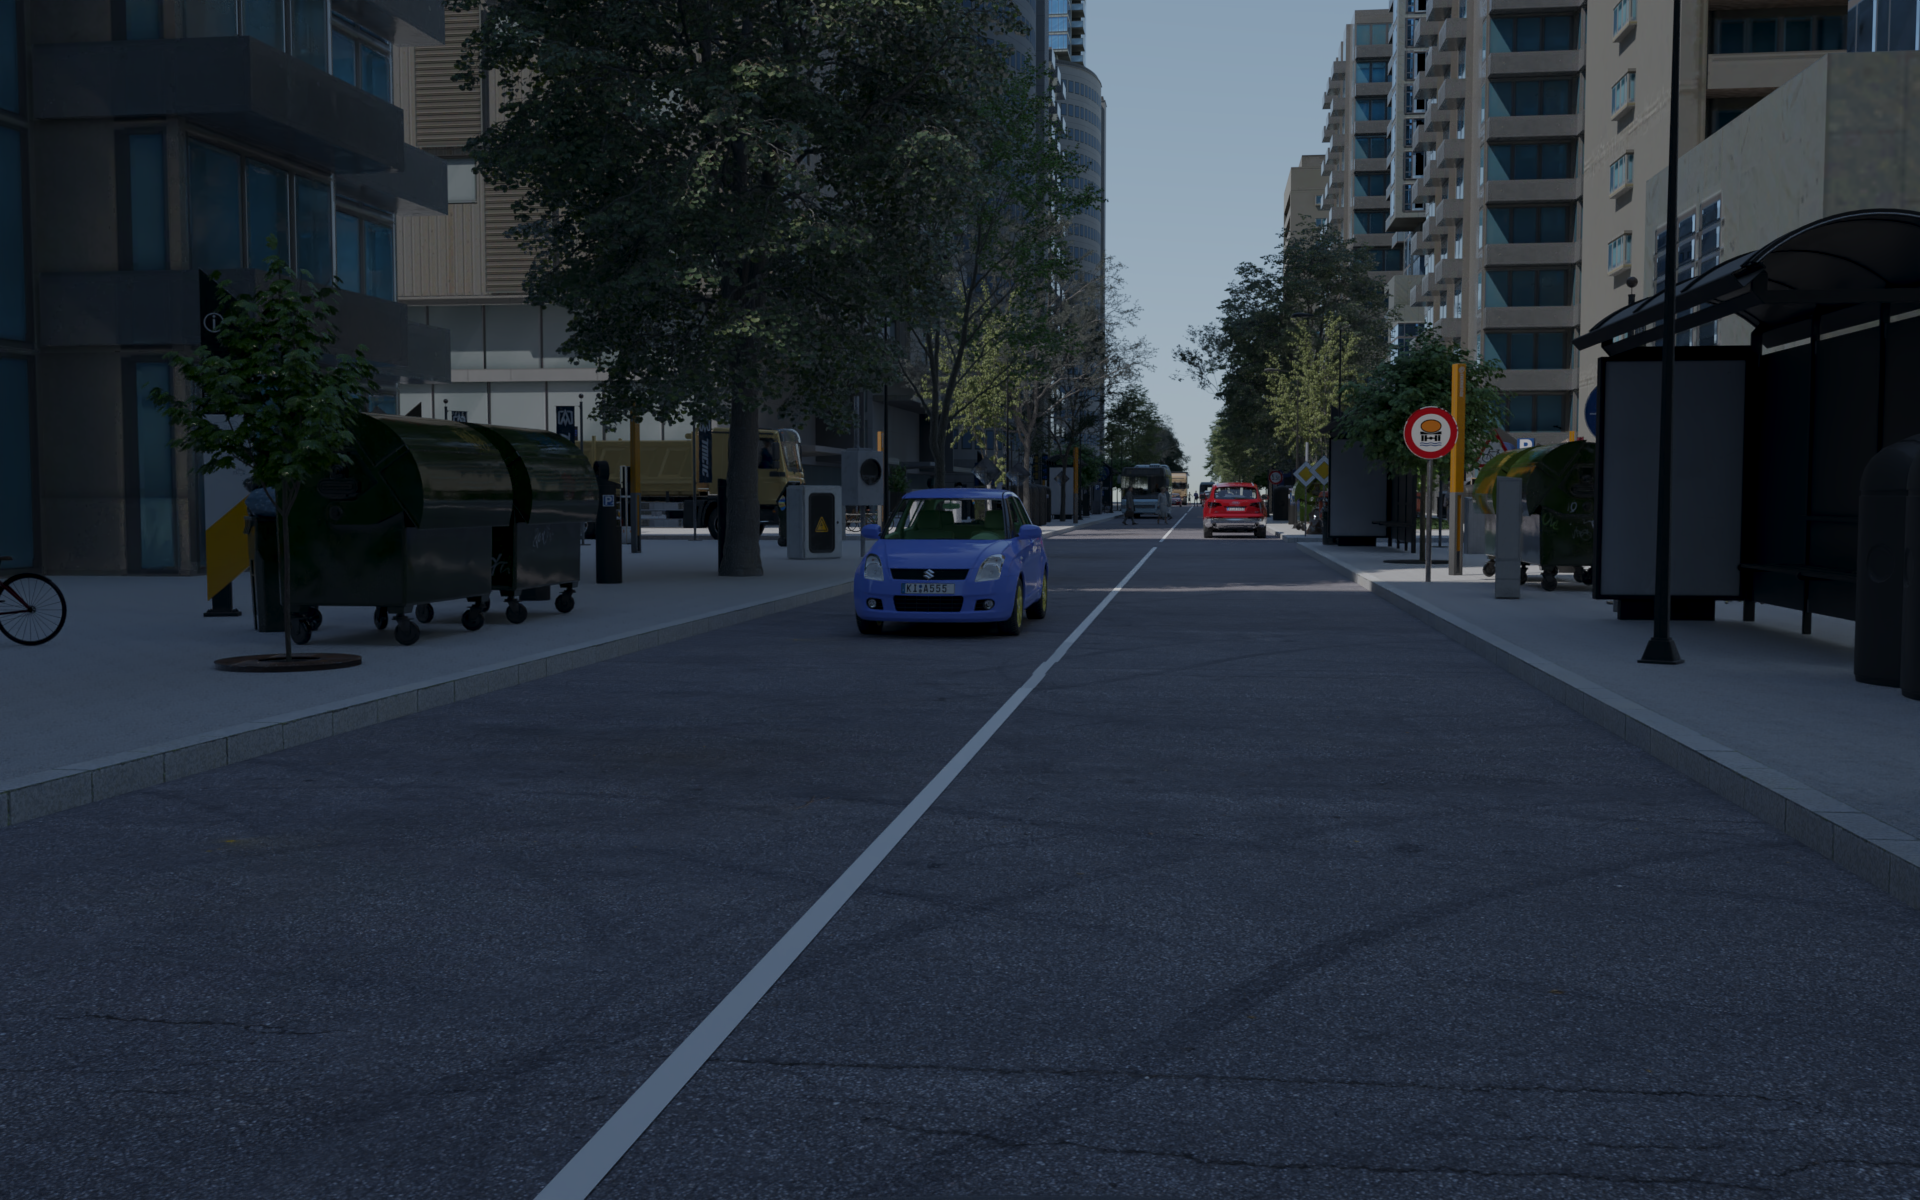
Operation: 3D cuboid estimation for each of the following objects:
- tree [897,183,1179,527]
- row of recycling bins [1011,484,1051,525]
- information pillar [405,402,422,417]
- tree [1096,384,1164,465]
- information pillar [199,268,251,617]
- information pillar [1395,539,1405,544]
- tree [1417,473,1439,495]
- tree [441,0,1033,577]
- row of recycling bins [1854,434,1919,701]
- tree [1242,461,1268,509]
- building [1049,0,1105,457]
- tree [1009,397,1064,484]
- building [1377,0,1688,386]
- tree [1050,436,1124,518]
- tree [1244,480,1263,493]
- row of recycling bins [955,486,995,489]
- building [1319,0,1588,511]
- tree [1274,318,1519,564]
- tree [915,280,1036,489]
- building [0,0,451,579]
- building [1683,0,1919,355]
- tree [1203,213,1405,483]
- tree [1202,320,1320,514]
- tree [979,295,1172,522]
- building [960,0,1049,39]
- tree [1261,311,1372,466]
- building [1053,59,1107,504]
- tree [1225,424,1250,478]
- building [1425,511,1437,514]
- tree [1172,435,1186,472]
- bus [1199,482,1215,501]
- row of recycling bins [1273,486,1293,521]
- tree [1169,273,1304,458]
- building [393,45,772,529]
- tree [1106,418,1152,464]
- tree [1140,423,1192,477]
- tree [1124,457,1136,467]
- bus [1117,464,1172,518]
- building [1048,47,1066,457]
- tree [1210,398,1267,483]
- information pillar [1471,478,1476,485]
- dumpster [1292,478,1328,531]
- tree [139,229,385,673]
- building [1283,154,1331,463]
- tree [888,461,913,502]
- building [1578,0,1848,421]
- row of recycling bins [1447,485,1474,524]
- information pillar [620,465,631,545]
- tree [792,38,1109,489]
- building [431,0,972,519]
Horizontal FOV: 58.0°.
[{"bbox_3d":[2.607,-9.646,68.079,12.009,13.543,11.850,0,3,0],"label":"tree"},{"bbox_3d":[2.878,-3.911,71.057,1.069,1.692,3.534,1,4,15],"label":"row of recycling bins"},{"bbox_3d":[-13.846,-3.214,43.895,0.504,3.616,0.183,-2,4,-35],"label":"information pillar"},{"bbox_3d":[17.615,-15.916,178.358,7.486,12.596,7.792,0,3,0],"label":"tree"},{"bbox_3d":[-7.658,-1.635,18.084,0.504,3.616,0.183,-1,4,-10],"label":"information pillar"},{"bbox_3d":[11.493,-2.477,44.991,0.304,2.012,0.304,0,4,6],"label":"information pillar"},{"bbox_3d":[18.858,-4.641,70.483,1.663,3.219,1.824,0,3,0],"label":"tree"},{"bbox_3d":[-3.476,-7.357,26.942,9.857,13.997,8.962,0,3,0],"label":"tree"},{"bbox_3d":[6.319,-0.195,10.305,1.069,1.692,3.534,0,4,8],"label":"row of recycling bins"},{"bbox_3d":[21.422,-8.374,120.622,4.285,4.588,4.351,0,3,0],"label":"tree"},{"bbox_3d":[11.333,-58.136,263.191,22.319,86.520,31.000,0,4,8],"label":"building"},{"bbox_3d":[5.281,-10.548,122.819,4.360,8.622,3.978,0,3,0],"label":"tree"},{"bbox_3d":[44.292,-50.783,142.981,22.319,86.520,31.000,0,4,8],"label":"building"},{"bbox_3d":[6.347,-6.807,95.003,4.285,4.588,4.351,0,3,0],"label":"tree"},{"bbox_3d":[23.143,-8.635,135.782,1.663,3.219,1.824,0,3,0],"label":"tree"},{"bbox_3d":[1.309,-4.957,88.163,3.534,1.692,1.069,0,4,4],"label":"row of recycling bins"},{"bbox_3d":[48.123,-33.942,174.559,23.786,49.044,30.456,0,4,8],"label":"building"},{"bbox_3d":[8.723,-2.967,32.221,4.285,4.588,4.351,0,3,0],"label":"tree"},{"bbox_3d":[0.834,-6.623,58.652,4.737,8.622,4.395,0,3,0],"label":"tree"},{"bbox_3d":[-25.743,-24.950,27.534,30.456,49.044,23.786,0,4,8],"label":"building"},{"bbox_3d":[23.008,-43.053,16.596,22.319,86.520,31.000,0,4,8],"label":"building"},{"bbox_3d":[16.031,-10.637,80.563,9.857,13.997,8.962,0,3,0],"label":"tree"},{"bbox_3d":[20.311,-11.810,111.221,7.486,12.596,7.792,0,3,0],"label":"tree"},{"bbox_3d":[4.671,-8.930,80.417,8.767,10.594,7.601,1,4,17],"label":"tree"},{"bbox_3d":[-4.380,-36.793,143.570,21.231,58.520,28.212,0,4,8],"label":"building"},{"bbox_3d":[14.188,-7.259,69.054,4.737,8.622,4.395,0,3,0],"label":"tree"},{"bbox_3d":[8.383,-42.362,234.618,21.231,58.520,28.212,0,4,8],"label":"building"},{"bbox_3d":[27.602,-13.268,167.289,4.360,8.622,3.978,0,3,0],"label":"tree"},{"bbox_3d":[40.552,-29.870,107.981,23.786,49.044,30.456,0,4,8],"label":"building"},{"bbox_3d":[29.075,-19.393,251.490,8.767,10.594,7.601,2,4,33],"label":"tree"},{"bbox_3d":[38.446,-16.709,268.058,2.948,3.499,13.247,1,4,9],"label":"bus"},{"bbox_3d":[16.427,-4.774,85.174,1.069,1.692,3.534,3,5,39],"label":"row of recycling bins"},{"bbox_3d":[24.150,-18.020,150.511,12.611,20.169,13.585,0,3,0],"label":"tree"},{"bbox_3d":[-18.256,-29.801,76.489,28.713,52.752,27.495,0,4,8],"label":"building"},{"bbox_3d":[16.431,-13.290,167.649,4.737,8.622,4.395,0,3,0],"label":"tree"},{"bbox_3d":[33.349,-22.456,284.170,9.611,12.733,9.660,0,3,0],"label":"tree"},{"bbox_3d":[12.467,-9.328,136.223,4.285,4.588,4.351,0,3,0],"label":"tree"},{"bbox_3d":[11.346,-6.721,104.751,2.948,3.499,13.247,1,4,9],"label":"bus"},{"bbox_3d":[-1.244,-33.846,172.986,23.786,49.044,30.456,0,4,8],"label":"building"},{"bbox_3d":[29.104,-15.373,177.101,9.928,11.665,9.643,0,3,0],"label":"tree"},{"bbox_3d":[23.462,-4.561,79.057,0.304,2.012,0.304,1,4,14],"label":"information pillar"},{"bbox_3d":[12.356,-3.535,60.295,1.502,2.255,1.985,1,4,8],"label":"dumpster"},{"bbox_3d":[-5.141,-1.113,12.795,1.663,3.219,1.824,0,3,0],"label":"tree"},{"bbox_3d":[56.336,-37.822,242.087,21.300,48.544,21.600,0,4,8],"label":"building"},{"bbox_3d":[-3.152,-5.936,91.649,1.663,3.219,1.824,0,3,0],"label":"tree"},{"bbox_3d":[36.331,-27.134,67.350,21.600,48.544,21.300,0,4,8],"label":"building"},{"bbox_3d":[22.087,-4.159,75.107,1.069,1.692,3.534,0,4,-7],"label":"row of recycling bins"},{"bbox_3d":[-8.458,-2.427,44.167,0.304,2.012,0.304,-3,5,-42],"label":"information pillar"},{"bbox_3d":[-0.460,-6.999,40.185,9.928,11.665,9.643,0,3,0],"label":"tree"},{"bbox_3d":[-14.268,-31.955,111.706,28.713,52.752,27.495,0,4,8],"label":"building"}]
